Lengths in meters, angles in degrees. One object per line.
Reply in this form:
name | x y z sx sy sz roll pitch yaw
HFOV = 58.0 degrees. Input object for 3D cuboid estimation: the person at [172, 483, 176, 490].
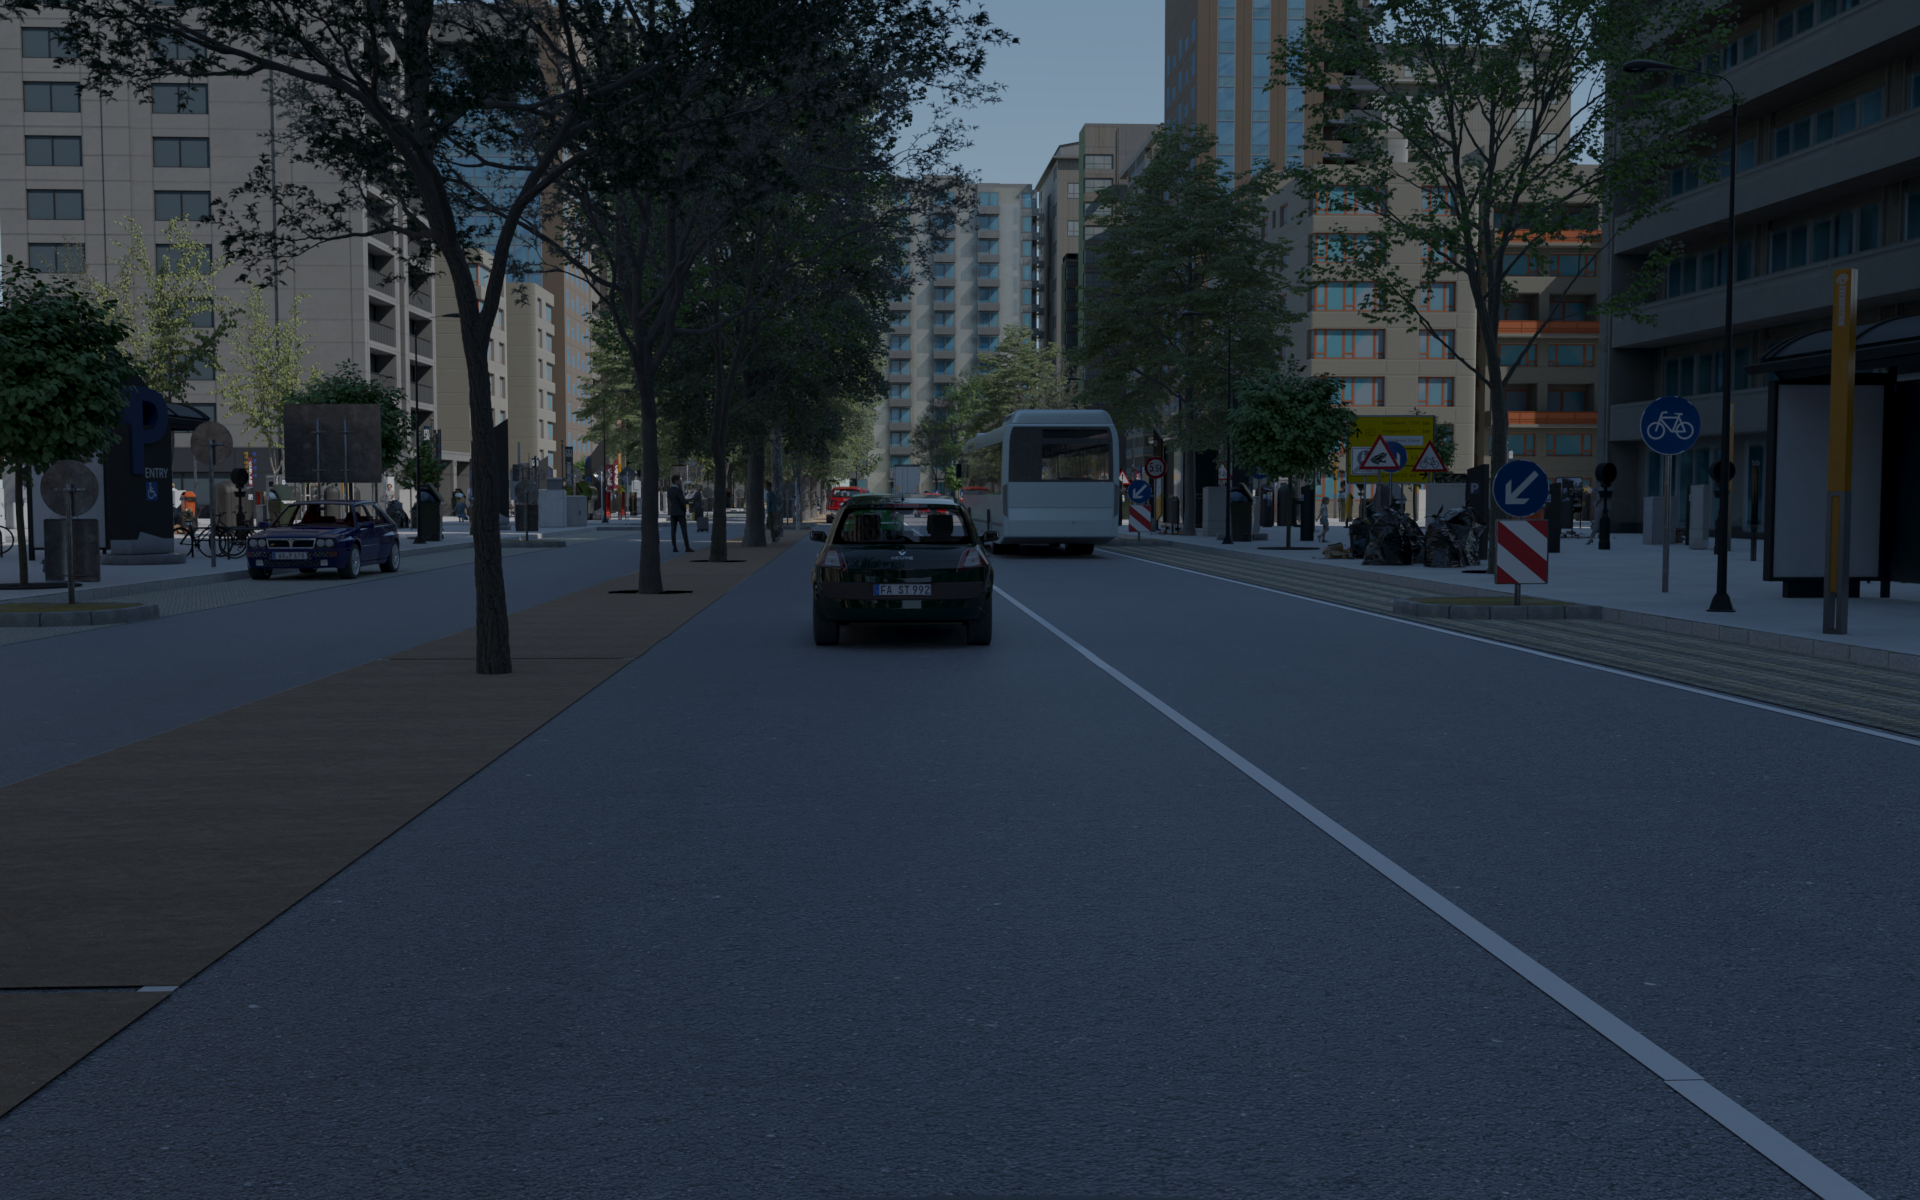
person | -37.406 -4.660 82.452 0.641 1.798 0.478 3 4 39

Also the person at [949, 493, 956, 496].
person | -0.987 -13.216 222.839 1.217 1.735 0.721 0 4 -3

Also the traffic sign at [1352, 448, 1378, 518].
traffic sign | 8.810 -2.176 37.715 0.606 2.300 0.079 0 4 3

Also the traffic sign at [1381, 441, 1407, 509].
traffic sign | 10.401 -2.554 41.856 0.768 2.556 0.104 0 4 3

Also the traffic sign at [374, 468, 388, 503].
traffic sign | -15.536 -2.812 46.085 0.768 2.556 0.104 0 4 1

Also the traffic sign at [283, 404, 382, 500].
traffic sign | -14.191 -2.771 39.175 2.265 3.308 0.079 0 4 5

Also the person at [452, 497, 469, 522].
person | -22.912 -4.156 79.485 1.012 1.151 0.738 0 4 7

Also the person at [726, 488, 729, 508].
person | -21.088 -9.211 156.661 0.705 1.821 1.348 -2 4 -32

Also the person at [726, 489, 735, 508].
person | -20.529 -9.023 154.089 1.217 1.766 0.721 2 4 24

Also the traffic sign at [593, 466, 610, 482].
traffic sign | -16.791 -4.979 81.134 0.795 2.593 0.064 0 4 1

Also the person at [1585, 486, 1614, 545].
person | 16.203 -2.297 43.874 0.573 1.790 0.520 3 5 43

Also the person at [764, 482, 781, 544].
person | -5.323 -2.465 49.142 0.444 1.785 0.601 0 4 3

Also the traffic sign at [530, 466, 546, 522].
traffic sign | -19.443 -4.872 79.765 0.768 2.556 0.104 0 4 3

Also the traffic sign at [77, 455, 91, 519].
traffic sign | -16.538 -1.973 32.361 0.768 2.556 0.104 0 4 5

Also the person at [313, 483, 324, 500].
person | -24.240 -3.644 65.434 0.447 1.846 0.655 -2 4 -32

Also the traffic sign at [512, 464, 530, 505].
traffic sign | -15.012 -3.498 59.315 0.606 2.300 0.079 0 4 -1

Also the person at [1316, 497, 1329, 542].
person | 9.611 -2.133 45.932 0.382 1.210 0.505 1 4 11

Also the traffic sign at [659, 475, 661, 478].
traffic sign | -13.745 -4.589 77.225 0.795 2.593 0.064 0 4 -3

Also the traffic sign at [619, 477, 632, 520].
traffic sign | -16.221 -5.008 84.012 0.606 2.300 0.079 0 4 -2

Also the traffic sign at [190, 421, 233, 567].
traffic sign | -13.101 -1.848 30.327 0.768 2.556 0.104 0 4 4

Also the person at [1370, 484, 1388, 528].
person | 11.240 -2.458 46.623 0.834 1.777 0.661 2 4 27

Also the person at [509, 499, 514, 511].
person | -31.451 -7.037 121.844 0.760 1.731 0.466 -1 4 -23

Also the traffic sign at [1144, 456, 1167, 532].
traffic sign | 6.593 -3.570 58.482 0.768 2.556 0.104 0 3 0

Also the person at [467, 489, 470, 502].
person | -22.018 -4.428 78.537 0.679 1.850 0.850 0 4 4

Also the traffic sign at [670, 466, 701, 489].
traffic sign | -20.070 -8.113 126.525 2.265 3.308 0.079 0 4 5

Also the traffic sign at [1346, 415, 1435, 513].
traffic sign | 11.074 -3.103 44.602 2.265 3.308 0.079 0 4 0

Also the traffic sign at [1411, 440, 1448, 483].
traffic sign | 11.273 -2.548 41.663 0.884 2.594 0.081 0 4 -1

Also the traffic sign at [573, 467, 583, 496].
traffic sign | -18.171 -4.988 81.653 0.768 2.556 0.104 0 4 -2

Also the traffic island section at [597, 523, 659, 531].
traffic island section | -13.322 -2.877 69.319 2.009 0.180 2.903 0 4 -3

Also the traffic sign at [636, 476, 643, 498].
traffic sign | -22.694 -7.455 121.888 0.884 2.594 0.081 0 4 2

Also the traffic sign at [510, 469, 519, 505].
traffic sign | -19.721 -4.720 77.270 0.768 2.556 0.104 0 4 3

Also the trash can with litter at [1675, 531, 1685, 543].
trash can with litter | 18.462 -2.071 45.247 1.055 1.170 0.624 -3 5 -39

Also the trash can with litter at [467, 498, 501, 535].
trash can with litter | -14.840 -2.608 54.023 1.055 1.170 0.624 1 4 15

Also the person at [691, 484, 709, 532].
person | -9.849 -3.472 65.482 0.699 1.804 1.509 0 4 -7

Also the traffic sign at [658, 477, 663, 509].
traffic sign | -17.714 -6.091 101.717 0.606 2.300 0.079 0 4 2

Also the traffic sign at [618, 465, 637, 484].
traffic sign | -13.299 -4.102 69.253 0.795 2.593 0.064 0 4 -3

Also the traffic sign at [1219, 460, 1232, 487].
traffic sign | 10.013 -4.051 66.234 0.884 2.594 0.081 0 4 5

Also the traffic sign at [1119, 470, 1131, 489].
traffic sign | 8.747 -5.706 93.296 0.884 2.594 0.081 0 4 -1

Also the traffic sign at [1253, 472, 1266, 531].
traffic sign | 10.420 -3.684 60.340 0.768 2.556 0.104 0 4 1

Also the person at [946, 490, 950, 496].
person | -1.252 -11.164 189.506 0.436 1.711 0.756 2 4 28

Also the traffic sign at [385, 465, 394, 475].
traffic sign | -16.796 -3.109 50.570 0.795 2.593 0.064 0 4 -1

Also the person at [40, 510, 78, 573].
person | -14.111 -1.297 27.125 0.514 1.842 0.818 2 4 26

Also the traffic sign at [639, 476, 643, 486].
traffic sign | -21.498 -7.210 117.987 0.768 2.556 0.104 0 4 6

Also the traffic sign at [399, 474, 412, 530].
traffic sign | -19.400 -3.741 61.177 0.884 2.594 0.081 0 4 4

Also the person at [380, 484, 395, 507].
person | -27.071 -4.619 81.920 0.716 1.782 0.532 -2 4 -31

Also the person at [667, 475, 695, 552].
person | -6.941 -2.141 42.876 0.648 1.900 0.474 2 4 30

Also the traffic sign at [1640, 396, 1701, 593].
traffic sign | 9.199 -1.371 22.517 0.768 2.556 0.104 0 4 5

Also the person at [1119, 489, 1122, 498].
person | 6.000 -3.782 68.050 0.661 1.801 0.590 -1 4 -11

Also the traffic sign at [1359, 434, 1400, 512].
traffic sign | 9.069 -2.292 37.485 0.884 2.594 0.081 0 4 5

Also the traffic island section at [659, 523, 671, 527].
traffic island section | -13.768 -3.365 77.291 2.009 0.180 2.903 0 4 -3
